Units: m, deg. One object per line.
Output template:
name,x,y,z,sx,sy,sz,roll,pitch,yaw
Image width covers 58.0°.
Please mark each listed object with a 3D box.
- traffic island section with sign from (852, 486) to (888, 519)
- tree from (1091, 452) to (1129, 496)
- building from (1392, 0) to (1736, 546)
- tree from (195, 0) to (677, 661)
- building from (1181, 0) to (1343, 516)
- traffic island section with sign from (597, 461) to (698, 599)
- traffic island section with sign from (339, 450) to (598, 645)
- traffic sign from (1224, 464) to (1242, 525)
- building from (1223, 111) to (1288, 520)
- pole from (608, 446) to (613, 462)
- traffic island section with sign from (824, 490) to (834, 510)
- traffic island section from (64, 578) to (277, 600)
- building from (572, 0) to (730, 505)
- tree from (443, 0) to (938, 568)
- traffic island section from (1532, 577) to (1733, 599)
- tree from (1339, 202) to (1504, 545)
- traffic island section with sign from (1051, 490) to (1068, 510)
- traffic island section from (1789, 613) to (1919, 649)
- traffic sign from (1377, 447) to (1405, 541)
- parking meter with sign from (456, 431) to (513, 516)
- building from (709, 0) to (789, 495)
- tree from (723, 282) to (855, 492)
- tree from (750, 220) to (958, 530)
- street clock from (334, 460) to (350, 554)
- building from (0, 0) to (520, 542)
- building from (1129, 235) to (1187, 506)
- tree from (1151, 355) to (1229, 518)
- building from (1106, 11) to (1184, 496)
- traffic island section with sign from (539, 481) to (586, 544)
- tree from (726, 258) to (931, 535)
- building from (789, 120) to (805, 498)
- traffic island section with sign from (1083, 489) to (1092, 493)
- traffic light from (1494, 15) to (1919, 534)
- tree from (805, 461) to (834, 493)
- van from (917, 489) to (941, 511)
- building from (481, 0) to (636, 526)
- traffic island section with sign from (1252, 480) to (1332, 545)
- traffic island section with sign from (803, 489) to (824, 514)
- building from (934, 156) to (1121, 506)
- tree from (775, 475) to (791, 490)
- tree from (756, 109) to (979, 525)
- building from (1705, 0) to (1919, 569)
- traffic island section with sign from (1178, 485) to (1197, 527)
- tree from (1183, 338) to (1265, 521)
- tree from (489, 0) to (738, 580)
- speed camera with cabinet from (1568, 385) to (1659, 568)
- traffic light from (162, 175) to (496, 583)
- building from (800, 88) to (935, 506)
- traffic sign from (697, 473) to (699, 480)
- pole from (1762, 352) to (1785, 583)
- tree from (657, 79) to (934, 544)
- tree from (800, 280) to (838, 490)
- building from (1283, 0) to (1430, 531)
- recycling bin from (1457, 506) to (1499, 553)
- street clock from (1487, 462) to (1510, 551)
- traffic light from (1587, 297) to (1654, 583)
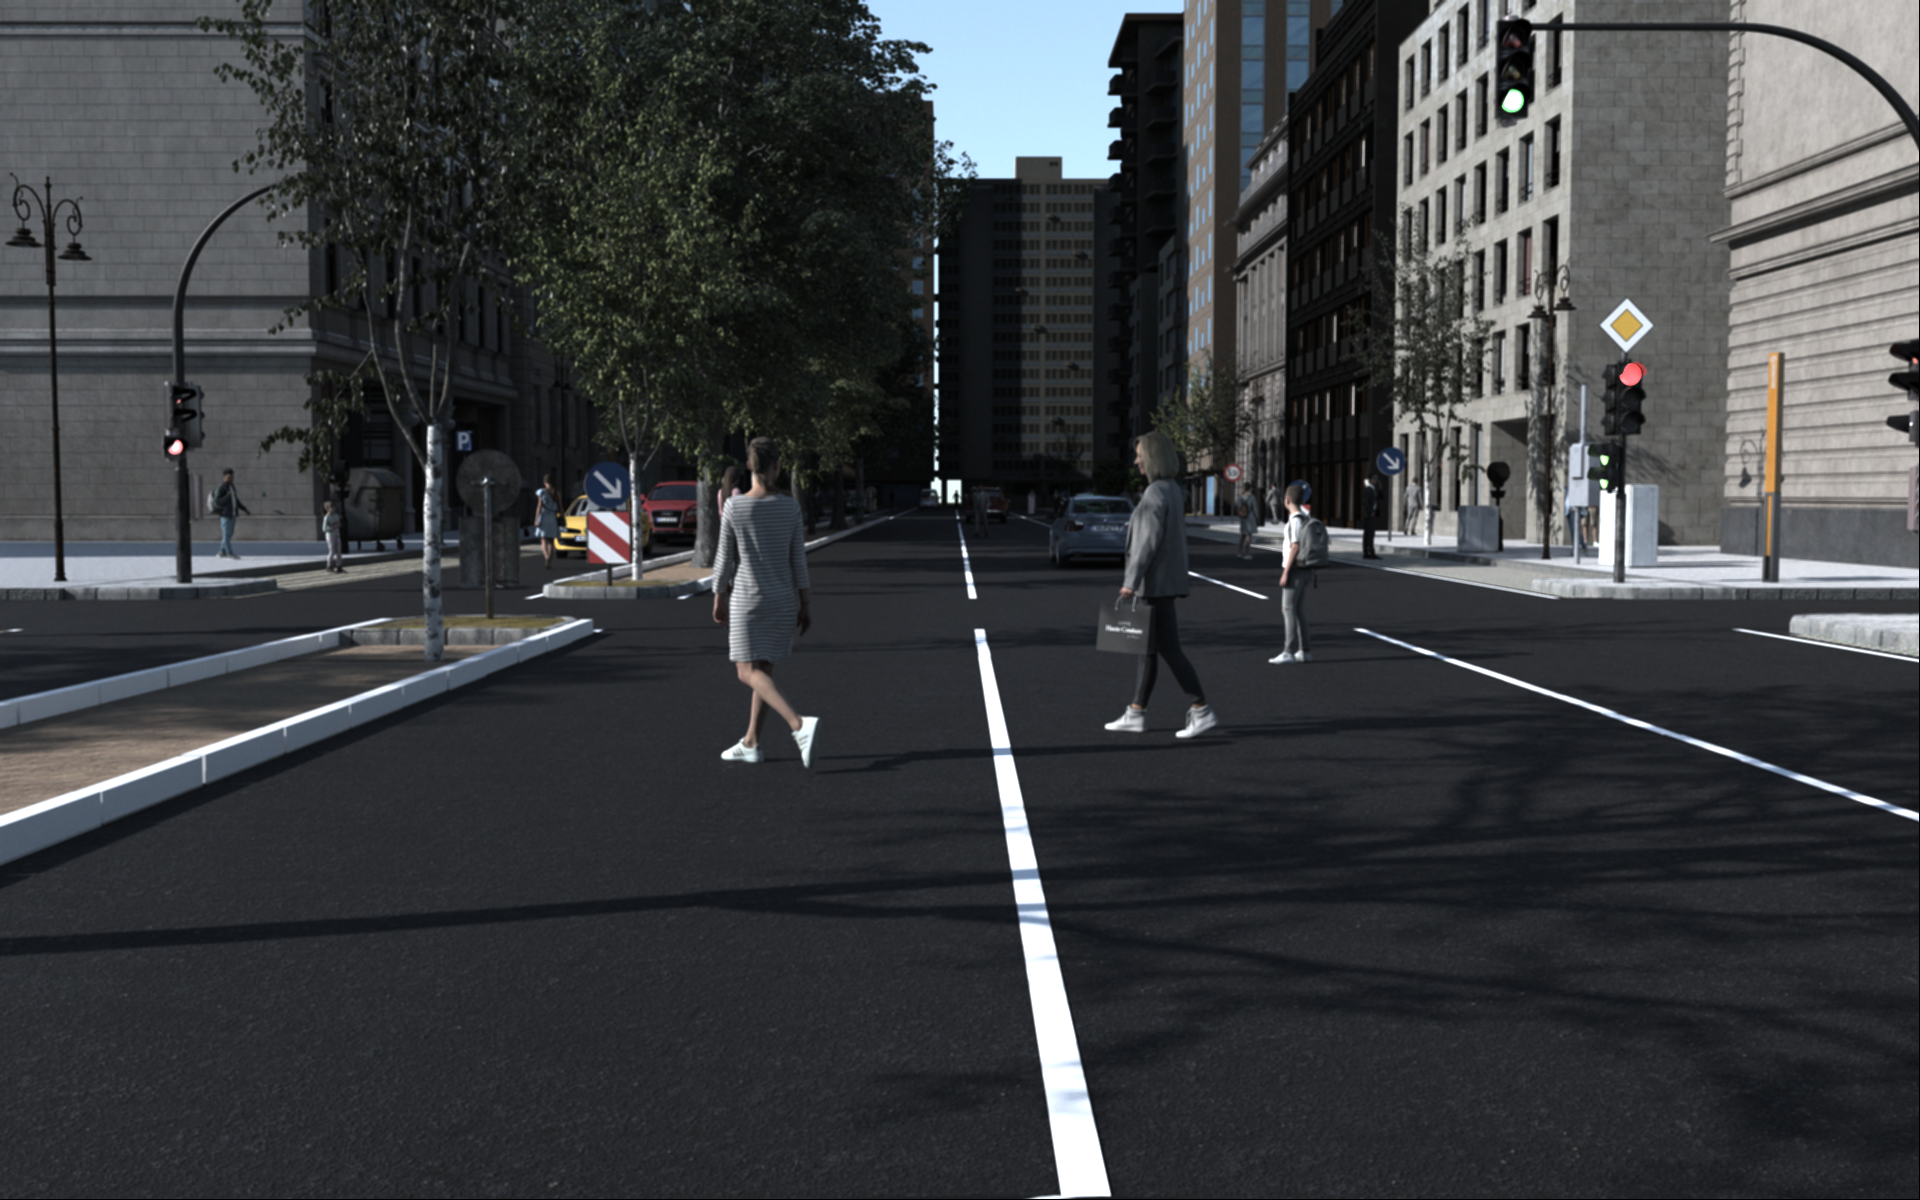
traffic island section with sign,-5.160,-5.605,99.775,2.006,1.907,1.989,0,4,0
tree,11.623,-9.224,134.534,4.285,4.588,4.351,0,3,0
building,20.119,-11.988,50.754,10.420,20.320,16.860,0,4,0
tree,-4.524,-3.792,14.824,4.360,8.622,3.978,0,3,0
building,21.719,-27.999,107.900,14.600,45.320,14.200,0,4,0
traffic island section with sign,-4.868,-1.009,24.637,2.006,1.907,1.989,0,4,0
traffic island section with sign,-4.850,-0.556,17.230,2.006,1.907,1.989,0,4,0
traffic sign,11.365,-4.411,72.233,0.768,2.556,0.104,0,4,2
building,21.848,-15.074,88.260,13.314,21.916,24.055,0,4,0
pole,-12.926,-4.294,64.057,0.158,3.312,0.155,0,3,0
traffic island section with sign,-11.357,-8.934,154.692,1.989,1.847,2.006,0,4,0
traffic island section,-11.194,-0.164,24.958,2.009,0.180,2.903,0,4,0
building,-28.170,-30.280,114.692,23.786,49.044,30.456,0,4,0
tree,-4.888,-7.595,33.285,9.857,13.997,8.962,0,3,0
traffic island section,9.547,-0.168,25.031,2.009,0.180,2.903,0,4,0
tree,11.672,-5.681,43.239,4.360,8.622,3.978,0,3,0
traffic island section with sign,9.065,-8.875,153.739,1.989,1.847,2.006,0,4,0
traffic island section,9.577,0.320,17.046,2.009,0.180,2.903,0,4,0
traffic sign,11.713,-2.876,47.133,0.768,2.556,0.104,0,4,2
parking meter with sign,-13.288,-3.200,48.581,0.543,3.016,1.738,2,4,27
building,-27.343,-44.213,161.133,20.611,71.187,20.563,0,4,0
tree,-5.038,-6.191,54.047,4.360,8.622,3.978,0,3,0
tree,-4.886,-9.165,69.308,9.611,12.733,9.660,0,3,0
street clock,-13.247,-1.993,37.153,0.358,2.002,0.471,0,4,-7
building,-21.818,-12.025,47.511,10.553,20.767,40.483,0,4,0
building,27.997,-17.439,130.159,27.650,21.520,28.899,0,4,0
tree,12.475,-8.683,92.327,4.737,8.622,4.395,0,3,0
building,24.972,-30.808,158.336,22.147,44.769,28.867,0,4,0
traffic island section with sign,-10.959,-2.533,50.035,1.989,1.847,2.006,0,4,0
tree,-5.169,-7.573,60.682,8.767,10.594,7.601,0,4,0
building,-27.916,-35.020,196.278,21.600,48.544,21.300,0,4,0
traffic island section with sign,9.173,-7.227,126.785,1.989,1.847,2.006,0,4,0
traffic light,7.445,-2.576,16.782,4.771,5.953,1.251,0,4,0
tree,-13.795,-11.225,167.245,4.285,4.588,4.351,0,3,0
van,-2.629,-8.578,147.264,2.013,2.044,4.112,0,4,-1
building,-22.824,-17.295,80.040,12.463,27.353,25.104,0,4,0
traffic island section with sign,9.458,-2.508,49.629,1.989,1.847,2.006,0,4,0
traffic island section with sign,-11.260,-7.256,127.260,1.989,1.847,2.006,0,4,0
building,9.060,-31.200,201.995,23.993,40.220,32.217,0,4,0
tree,-14.746,-9.266,146.104,1.663,3.219,1.824,0,3,0
tree,-5.913,-13.631,81.212,12.611,20.169,13.585,0,3,0
building,25.618,-12.413,31.832,19.941,23.489,11.050,0,4,0
traffic island section with sign,9.353,-4.156,76.584,1.989,1.847,2.006,0,4,0
tree,12.526,-8.098,82.758,4.360,8.622,3.978,0,3,0
tree,-4.848,-4.463,25.787,4.737,8.622,4.395,0,3,0
speed camera with cabinet,11.648,-2.235,30.882,0.660,3.252,2.038,-1,4,-11
traffic light,-9.063,-3.070,24.866,4.771,5.953,1.251,0,4,0
building,-10.005,-33.227,193.369,14.200,45.320,14.600,0,4,0
traffic sign,-13.301,-5.501,90.041,0.768,2.556,0.104,0,4,7
pole,11.777,-1.910,25.070,0.158,3.312,0.155,0,3,0
tree,-4.604,-7.788,47.917,7.486,12.596,7.792,0,3,0
tree,-4.907,-5.429,41.583,4.737,8.622,4.395,0,3,0
building,20.359,-14.536,67.350,12.332,23.373,15.834,0,4,0
recycling bin,11.291,-1.541,37.753,0.722,1.027,0.722,0,4,1
street clock,12.041,-2.092,38.780,0.471,2.002,0.358,-1,4,-23
traffic light,9.507,-2.202,24.917,0.839,4.253,0.868,0,4,0
